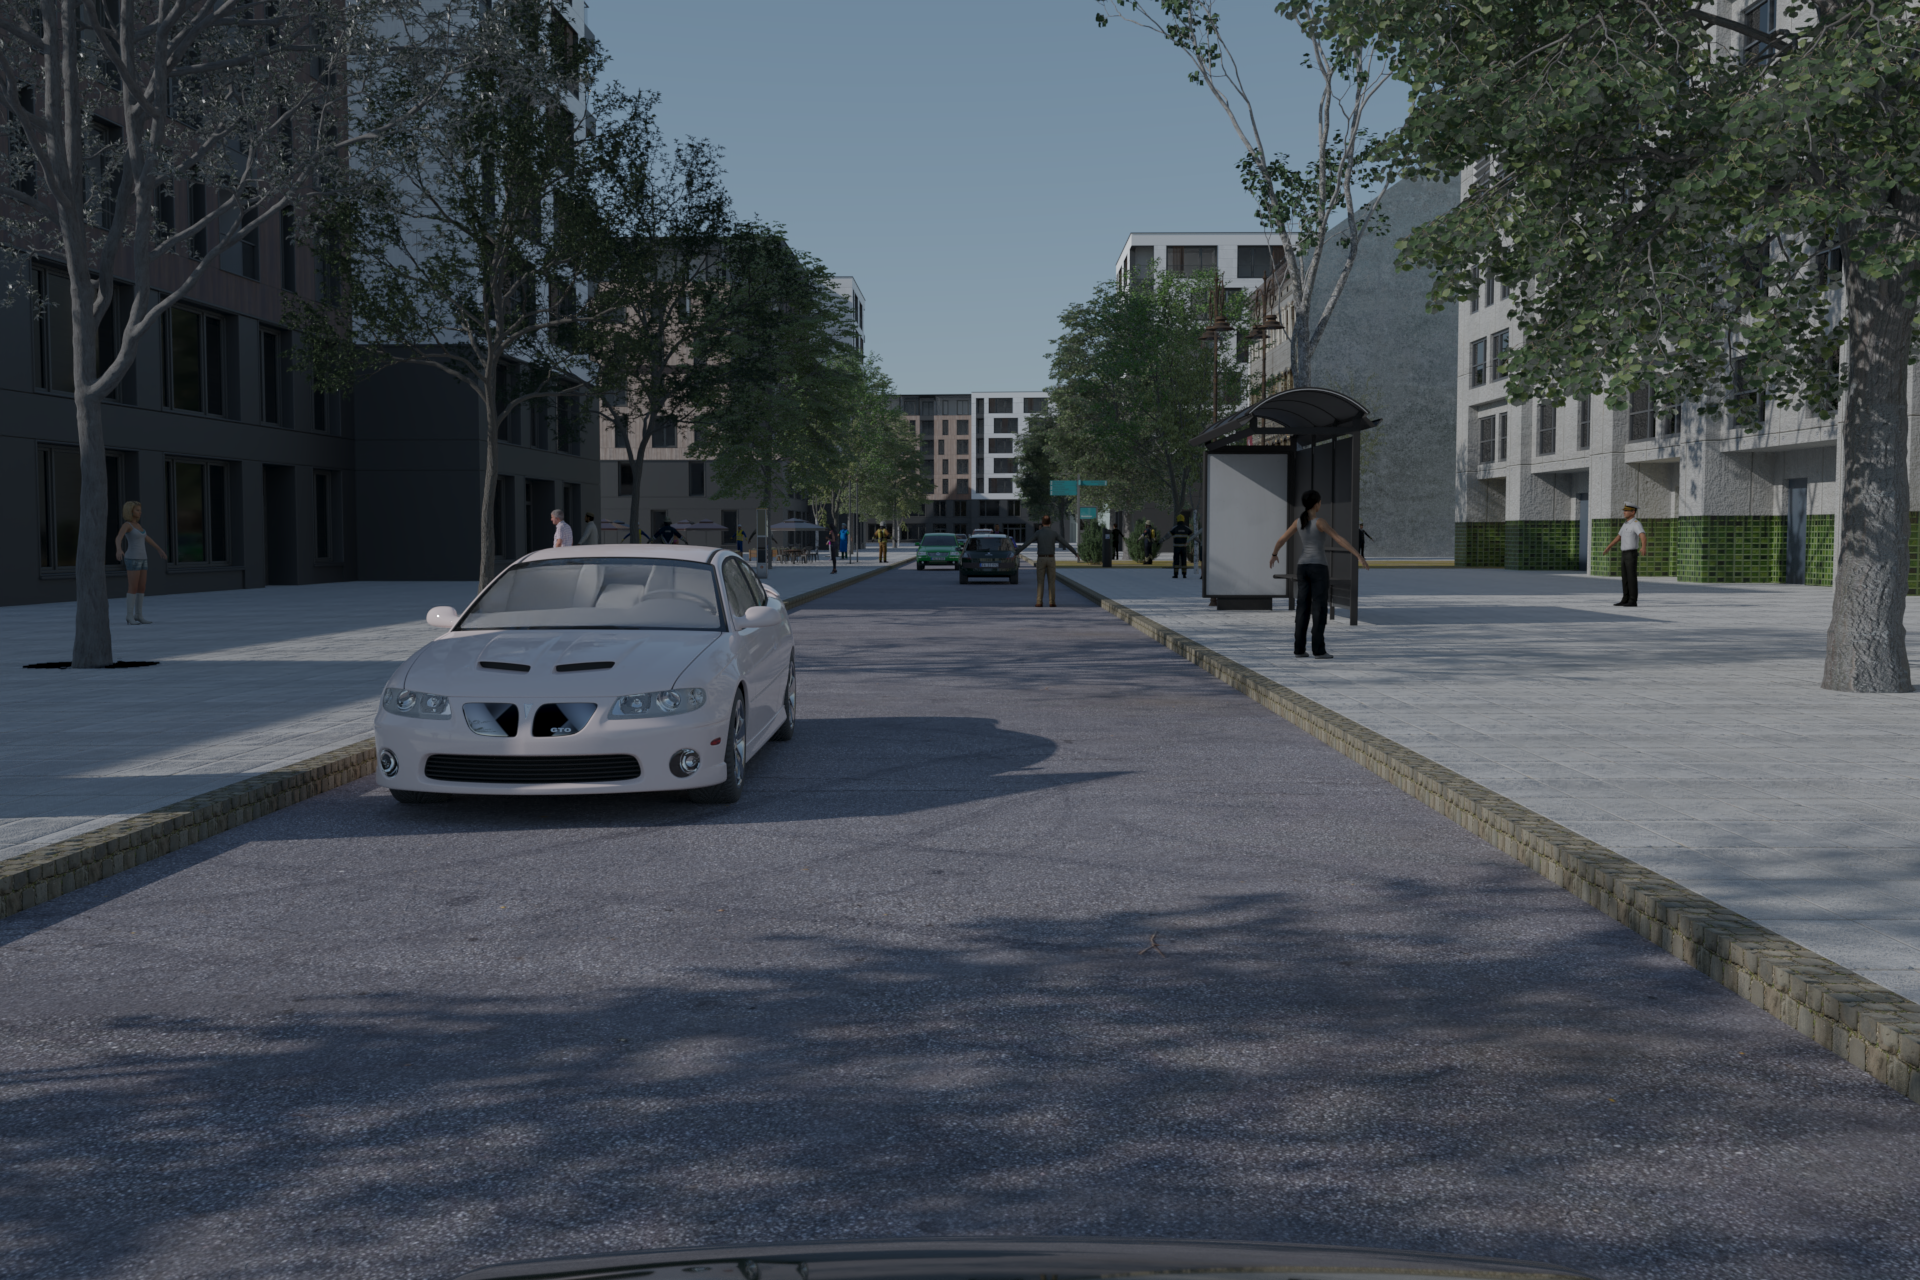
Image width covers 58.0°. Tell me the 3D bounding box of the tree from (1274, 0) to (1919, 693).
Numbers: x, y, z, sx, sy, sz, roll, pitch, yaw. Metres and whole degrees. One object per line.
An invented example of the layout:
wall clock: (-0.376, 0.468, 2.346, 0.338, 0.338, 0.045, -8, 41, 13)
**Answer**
tree: (7.385, -6.561, 13.923, 9.857, 13.997, 8.962, 0, 3, 0)

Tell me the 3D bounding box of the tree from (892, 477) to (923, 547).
tree: (-5.780, -13.413, 169.670, 4.737, 8.622, 4.395, 0, 3, 0)

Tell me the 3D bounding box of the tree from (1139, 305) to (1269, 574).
tree: (7.635, -6.420, 55.335, 4.737, 8.622, 4.395, 0, 3, 0)

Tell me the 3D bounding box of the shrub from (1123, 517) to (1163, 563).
shrub: (8.110, -4.442, 76.661, 1.661, 2.075, 1.752, 0, 3, 0)

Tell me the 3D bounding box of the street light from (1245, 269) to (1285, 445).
street light: (5.345, -3.531, 30.522, 0.468, 5.910, 1.993, 0, 4, 0)

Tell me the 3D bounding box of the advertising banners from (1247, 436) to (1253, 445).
advertising banners: (4.995, -2.111, 30.708, 0.090, 3.025, 2.074, 0, 4, 1)

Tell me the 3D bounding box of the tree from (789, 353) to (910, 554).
tree: (-6.998, -11.685, 109.183, 7.486, 12.596, 7.792, 0, 3, 0)

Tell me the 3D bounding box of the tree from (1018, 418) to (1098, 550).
tree: (7.986, -12.446, 137.899, 7.601, 10.594, 8.767, 1, 4, 8)

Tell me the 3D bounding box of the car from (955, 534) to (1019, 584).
car: (0.843, -2.506, 50.765, 2.009, 1.686, 4.222, 0, 4, 1)

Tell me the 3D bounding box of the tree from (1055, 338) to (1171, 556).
tree: (8.967, -11.054, 98.858, 7.486, 12.596, 7.792, 0, 3, 0)

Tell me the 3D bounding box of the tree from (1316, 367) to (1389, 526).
tree: (17.276, -7.661, 75.622, 4.360, 8.622, 3.978, 0, 3, 0)

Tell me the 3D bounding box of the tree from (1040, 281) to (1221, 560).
tree: (8.351, -10.965, 85.930, 9.857, 13.997, 8.962, 0, 3, 0)

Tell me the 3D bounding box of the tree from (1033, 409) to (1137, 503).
tree: (8.143, -10.783, 110.719, 7.601, 10.594, 8.767, 1, 4, 14)

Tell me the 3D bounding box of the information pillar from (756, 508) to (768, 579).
information pillar: (-5.675, -2.765, 49.696, 0.304, 2.012, 0.304, 0, 4, 0)

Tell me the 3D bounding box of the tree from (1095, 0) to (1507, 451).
tree: (9.488, -11.260, 39.994, 12.611, 20.169, 13.585, 0, 3, 0)

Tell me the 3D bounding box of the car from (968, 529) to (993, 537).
car: (1.736, -7.424, 130.057, 2.281, 1.827, 5.304, 0, 4, 1)

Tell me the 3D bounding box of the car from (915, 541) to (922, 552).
car: (-1.242, -4.445, 85.263, 1.945, 1.354, 3.894, 0, 4, 1)

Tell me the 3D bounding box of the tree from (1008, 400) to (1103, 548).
tree: (9.294, -15.456, 159.364, 9.857, 13.997, 8.962, 0, 3, 0)

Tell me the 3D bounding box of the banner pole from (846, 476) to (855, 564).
banner pole: (-4.695, -5.152, 74.250, 0.401, 3.779, 0.863, 0, 4, 0)

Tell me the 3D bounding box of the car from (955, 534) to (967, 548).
car: (-0.063, -9.383, 163.205, 2.009, 1.686, 4.222, 0, 4, 1)

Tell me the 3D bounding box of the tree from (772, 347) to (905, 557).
tree: (-6.915, -10.445, 96.525, 9.928, 11.665, 9.643, 0, 3, 0)

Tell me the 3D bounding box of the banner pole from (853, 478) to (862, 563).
banner pole: (-4.617, -5.385, 78.062, 0.401, 3.779, 0.863, 0, 3, 0)

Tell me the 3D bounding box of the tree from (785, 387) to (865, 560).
tree: (-6.810, -8.246, 85.188, 4.737, 8.622, 4.395, 0, 3, 0)

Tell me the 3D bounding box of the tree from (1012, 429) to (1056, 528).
tree: (8.882, -14.871, 168.900, 9.928, 11.665, 9.643, 0, 3, 0)

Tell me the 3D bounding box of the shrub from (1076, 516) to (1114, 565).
shrub: (5.642, -4.146, 72.204, 1.690, 2.028, 1.600, 0, 3, 0)

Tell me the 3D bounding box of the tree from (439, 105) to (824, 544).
tree: (-7.361, -6.361, 38.416, 8.767, 10.594, 7.601, 0, 4, -8)

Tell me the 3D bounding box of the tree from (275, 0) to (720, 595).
tree: (-7.412, -5.721, 27.948, 7.601, 10.594, 8.767, -1, 4, -14)

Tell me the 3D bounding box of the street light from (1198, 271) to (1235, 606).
street light: (4.524, -3.543, 30.718, 0.468, 5.910, 1.993, 0, 4, 1)

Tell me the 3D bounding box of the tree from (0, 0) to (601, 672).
tree: (-8.204, -6.479, 16.302, 12.009, 13.543, 11.850, 0, 3, 0)

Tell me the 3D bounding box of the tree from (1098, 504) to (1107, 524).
tree: (21.420, -18.908, 259.513, 4.360, 8.622, 3.978, 0, 3, 0)

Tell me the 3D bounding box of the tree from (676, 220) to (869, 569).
tree: (-6.918, -8.883, 63.371, 7.486, 12.596, 7.792, 0, 3, 0)

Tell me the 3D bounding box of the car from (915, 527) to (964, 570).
car: (-0.816, -3.716, 69.547, 1.959, 1.807, 4.718, 0, 4, 1)

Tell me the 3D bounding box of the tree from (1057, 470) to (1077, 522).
tree: (8.710, -10.627, 124.118, 4.737, 8.622, 4.395, 0, 3, 0)

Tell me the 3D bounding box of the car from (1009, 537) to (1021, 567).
car: (1.706, -3.848, 75.503, 1.945, 1.354, 3.894, 0, 4, 0)

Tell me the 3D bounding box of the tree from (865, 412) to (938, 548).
tree: (-5.879, -14.774, 159.677, 7.486, 12.596, 7.792, 0, 3, 0)

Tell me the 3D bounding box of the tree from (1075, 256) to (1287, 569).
tree: (8.114, -8.454, 63.977, 9.928, 11.665, 9.643, 0, 3, 0)

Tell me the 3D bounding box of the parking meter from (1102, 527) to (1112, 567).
parking meter: (5.668, -3.564, 66.684, 0.372, 1.533, 0.369, 0, 3, 0)
